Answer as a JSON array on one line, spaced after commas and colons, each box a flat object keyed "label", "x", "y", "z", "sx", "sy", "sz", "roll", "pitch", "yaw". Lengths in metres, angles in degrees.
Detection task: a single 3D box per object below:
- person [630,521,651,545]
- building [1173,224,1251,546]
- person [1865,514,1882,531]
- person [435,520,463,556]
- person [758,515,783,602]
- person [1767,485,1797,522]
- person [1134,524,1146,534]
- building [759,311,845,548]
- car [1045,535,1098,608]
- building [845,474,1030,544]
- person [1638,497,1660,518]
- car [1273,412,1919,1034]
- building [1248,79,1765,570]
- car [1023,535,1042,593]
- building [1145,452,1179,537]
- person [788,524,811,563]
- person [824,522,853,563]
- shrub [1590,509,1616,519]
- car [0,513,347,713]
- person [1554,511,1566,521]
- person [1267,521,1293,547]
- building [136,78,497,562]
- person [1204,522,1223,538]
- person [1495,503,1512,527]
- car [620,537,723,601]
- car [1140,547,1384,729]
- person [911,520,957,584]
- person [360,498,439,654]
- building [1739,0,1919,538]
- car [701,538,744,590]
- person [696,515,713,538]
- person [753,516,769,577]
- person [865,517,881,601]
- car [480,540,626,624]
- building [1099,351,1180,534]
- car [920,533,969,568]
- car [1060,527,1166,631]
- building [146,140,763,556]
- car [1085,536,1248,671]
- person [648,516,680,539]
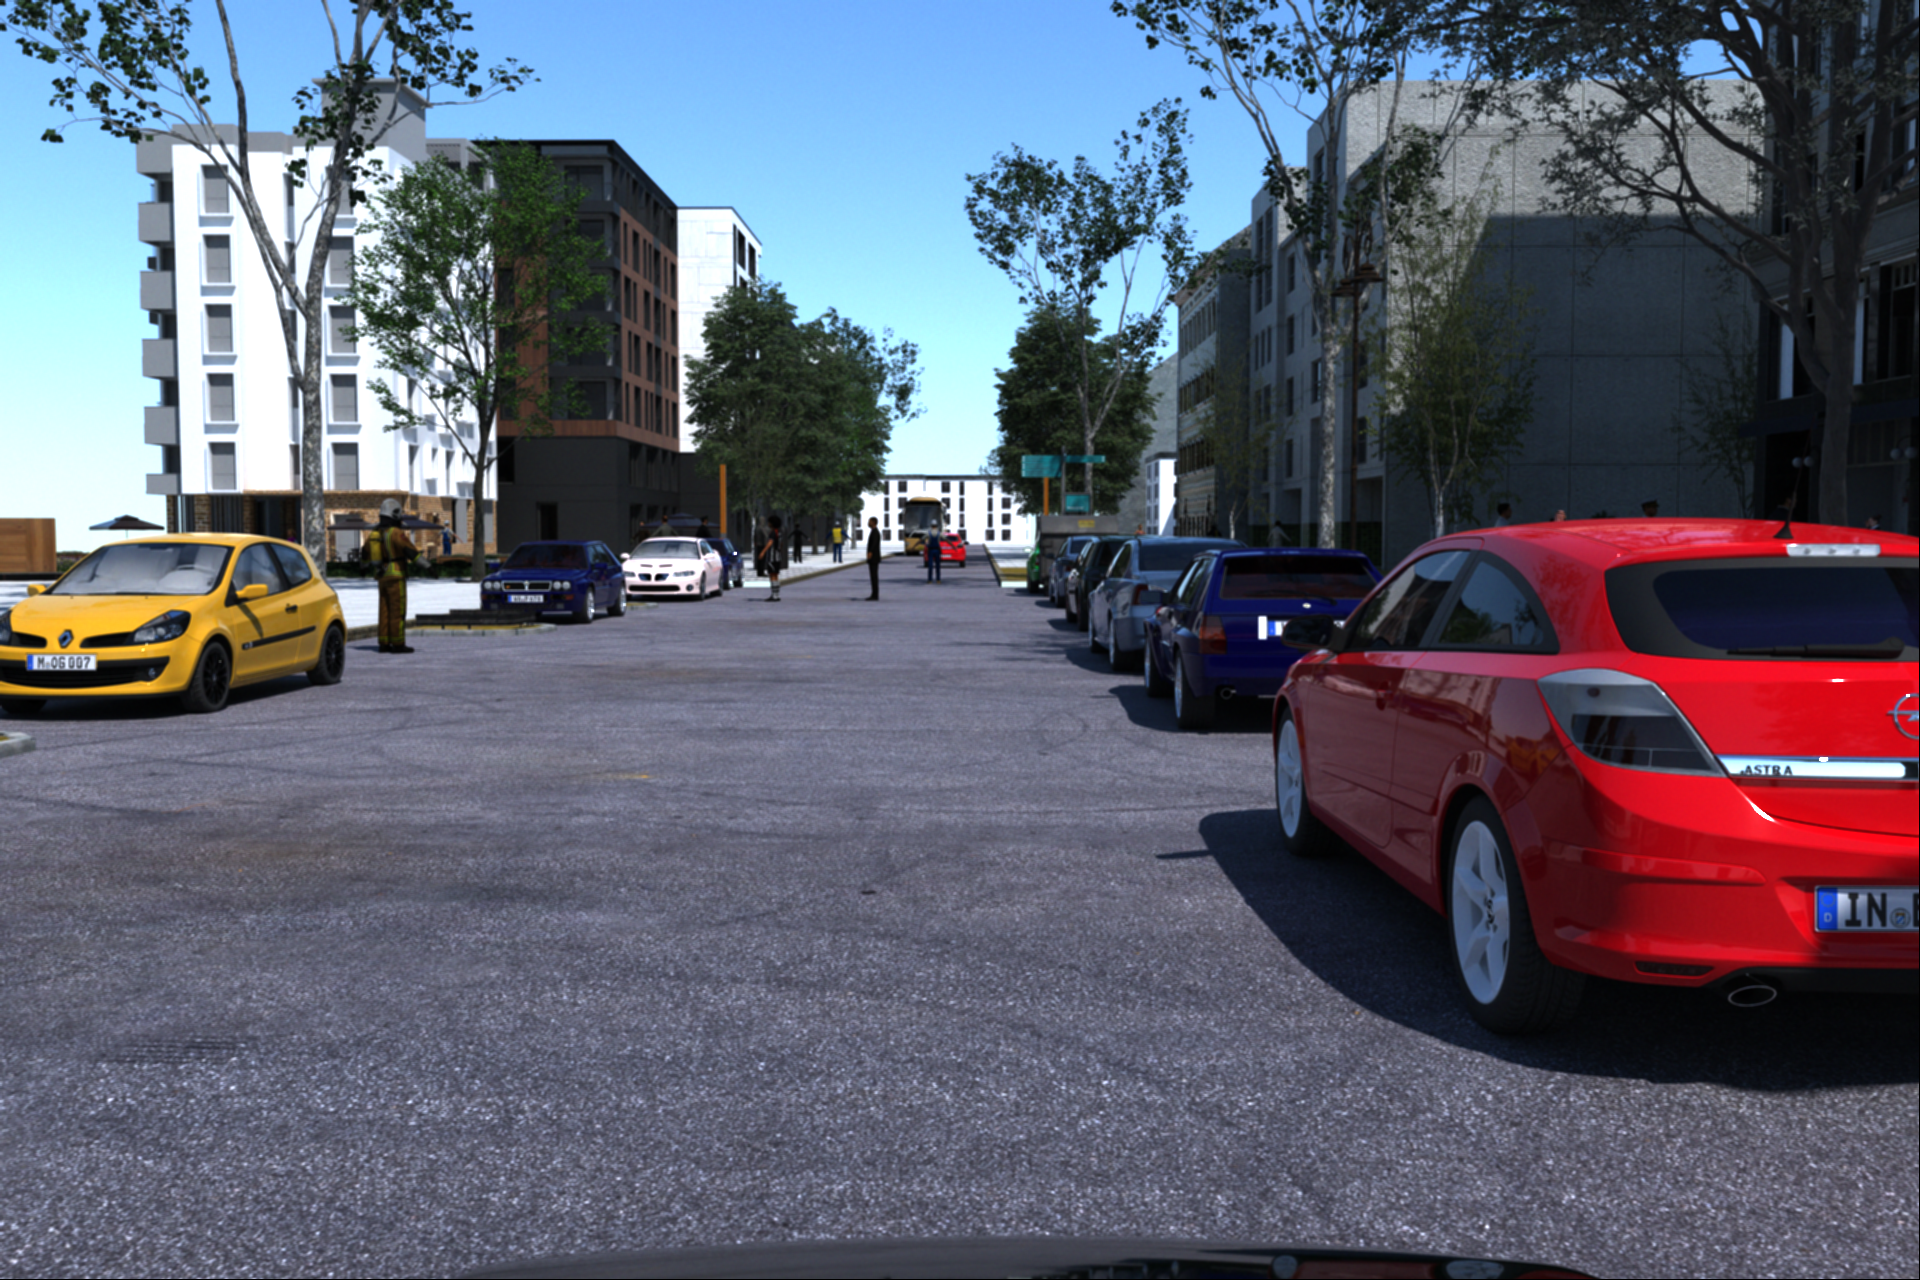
[{"label": "person", "x": -12.922, "y": -3.935, "z": 70.475, "sx": 1.346, "sy": 1.812, "sz": 0.704, "roll": 3, "pitch": 5, "yaw": 39}, {"label": "building", "x": 23.222, "y": -16.605, "z": 102.418, "sx": 19.493, "sy": 23.208, "sz": 18.063, "roll": 0, "pitch": 4, "yaw": 0}, {"label": "person", "x": 20.220, "y": -1.939, "z": 38.547, "sx": 0.445, "sy": 1.727, "sz": 0.742, "roll": 0, "pitch": 4, "yaw": -3}, {"label": "person", "x": -21.038, "y": -3.991, "z": 71.107, "sx": 1.347, "sy": 1.847, "sz": 0.705, "roll": 1, "pitch": 4, "yaw": 20}, {"label": "person", "x": -3.989, "y": -1.729, "z": 36.874, "sx": 0.704, "sy": 1.843, "sz": 1.345, "roll": 1, "pitch": 4, "yaw": 10}, {"label": "person", "x": 9.212, "y": -0.812, "z": 19.318, "sx": 0.704, "sy": 1.823, "sz": 1.345, "roll": 0, "pitch": 4, "yaw": 1}, {"label": "person", "x": 8.170, "y": -4.359, "z": 78.074, "sx": 1.217, "sy": 1.733, "sz": 0.721, "roll": -2, "pitch": 4, "yaw": -26}, {"label": "building", "x": -26.653, "y": -20.240, "z": 174.898, "sx": 27.936, "sy": 21.610, "sz": 32.646, "roll": 0, "pitch": 3, "yaw": 0}, {"label": "car", "x": 2.740, "y": -1.404, "z": 34.960, "sx": 2.014, "sy": 1.417, "sz": 4.499, "roll": 0, "pitch": 4, "yaw": 0}, {"label": "building", "x": -4.521, "y": -18.261, "z": 243.171, "sx": 28.070, "sy": 9.664, "sz": 9.099, "roll": 1, "pitch": 4, "yaw": 9}, {"label": "person", "x": 10.618, "y": -1.276, "z": 26.649, "sx": 1.343, "sy": 1.855, "sz": 0.704, "roll": -3, "pitch": 5, "yaw": -42}, {"label": "car", "x": 2.364, "y": 0.158, "z": 6.455, "sx": 2.155, "sy": 1.783, "sz": 4.494, "roll": 0, "pitch": 4, "yaw": -1}, {"label": "building", "x": 23.558, "y": -12.831, "z": 76.237, "sx": 16.747, "sy": 18.905, "sz": 31.486, "roll": 0, "pitch": 4, "yaw": 1}, {"label": "car", "x": 2.574, "y": -2.106, "z": 43.235, "sx": 1.959, "sy": 1.807, "sz": 4.718, "roll": 0, "pitch": 4, "yaw": 1}, {"label": "building", "x": 24.880, "y": -14.391, "z": 177.436, "sx": 9.099, "sy": 9.664, "sz": 28.070, "roll": 0, "pitch": 4, "yaw": 0}, {"label": "person", "x": -7.153, "y": -4.289, "z": 76.841, "sx": 1.216, "sy": 1.740, "sz": 0.721, "roll": 2, "pitch": 4, "yaw": 25}, {"label": "person", "x": -5.432, "y": -4.342, "z": 76.955, "sx": 1.349, "sy": 1.833, "sz": 0.705, "roll": 1, "pitch": 4, "yaw": 12}, {"label": "shrub", "x": 19.126, "y": -2.879, "z": 51.491, "sx": 1.690, "sy": 2.028, "sz": 1.600, "roll": 0, "pitch": 3, "yaw": 0}, {"label": "car", "x": -6.795, "y": -0.297, "z": 15.078, "sx": 2.015, "sy": 1.641, "sz": 3.980, "roll": 0, "pitch": 4, "yaw": 1}, {"label": "person", "x": 13.595, "y": -2.022, "z": 39.206, "sx": 0.704, "sy": 1.811, "sz": 1.347, "roll": 1, "pitch": 4, "yaw": 10}, {"label": "person", "x": 12.320, "y": -3.719, "z": 66.984, "sx": 0.705, "sy": 1.806, "sz": 1.347, "roll": -2, "pitch": 4, "yaw": -34}, {"label": "building", "x": -28.285, "y": -13.270, "z": 73.379, "sx": 16.016, "sy": 20.090, "sz": 11.380, "roll": 0, "pitch": 4, "yaw": 1}, {"label": "person", "x": 12.220, "y": -4.760, "z": 83.601, "sx": 1.354, "sy": 1.856, "sz": 0.705, "roll": -2, "pitch": 4, "yaw": -31}, {"label": "person", "x": 9.374, "y": -1.445, "z": 29.785, "sx": 0.704, "sy": 1.810, "sz": 1.344, "roll": 1, "pitch": 4, "yaw": 10}, {"label": "car", "x": -6.396, "y": -1.597, "z": 38.474, "sx": 2.083, "sy": 1.381, "sz": 4.827, "roll": 0, "pitch": 4, "yaw": 0}, {"label": "car", "x": 2.476, "y": -0.090, "z": 14.048, "sx": 1.945, "sy": 1.354, "sz": 3.894, "roll": 0, "pitch": 4, "yaw": 1}, {"label": "person", "x": -0.746, "y": -2.536, "z": 49.784, "sx": 1.347, "sy": 1.847, "sz": 0.705, "roll": 0, "pitch": 4, "yaw": -5}, {"label": "person", "x": -6.825, "y": -0.773, "z": 20.871, "sx": 1.354, "sy": 1.858, "sz": 0.705, "roll": 2, "pitch": 4, "yaw": 33}, {"label": "building", "x": 28.900, "y": -15.789, "z": 37.742, "sx": 16.754, "sy": 29.471, "sz": 25.880, "roll": 0, "pitch": 4, "yaw": 1}, {"label": "car", "x": -6.717, "y": -2.009, "z": 45.421, "sx": 1.945, "sy": 1.354, "sz": 3.894, "roll": 0, "pitch": 4, "yaw": 0}, {"label": "person", "x": -7.632, "y": -2.812, "z": 51.906, "sx": 0.705, "sy": 1.837, "sz": 1.347, "roll": -3, "pitch": 4, "yaw": -36}, {"label": "person", "x": -5.896, "y": -2.788, "z": 51.712, "sx": 0.705, "sy": 1.813, "sz": 1.348, "roll": -2, "pitch": 4, "yaw": -32}, {"label": "person", "x": -1.892, "y": -1.756, "z": 37.389, "sx": 0.704, "sy": 1.802, "sz": 1.346, "roll": 0, "pitch": 4, "yaw": -3}, {"label": "car", "x": -6.733, "y": -0.996, "z": 28.863, "sx": 1.945, "sy": 1.354, "sz": 3.894, "roll": 0, "pitch": 4, "yaw": 1}, {"label": "building", "x": 26.499, "y": -22.925, "z": 205.759, "sx": 19.493, "sy": 23.208, "sz": 18.063, "roll": 0, "pitch": 4, "yaw": 0}, {"label": "car", "x": -0.668, "y": -4.046, "z": 75.196, "sx": 2.155, "sy": 1.783, "sz": 4.494, "roll": 0, "pitch": 4, "yaw": -1}, {"label": "car", "x": 2.581, "y": -1.045, "z": 26.880, "sx": 2.009, "sy": 1.686, "sz": 4.222, "roll": 0, "pitch": 3, "yaw": 0}, {"label": "building", "x": -28.159, "y": -16.058, "z": 106.531, "sx": 27.936, "sy": 21.610, "sz": 32.646, "roll": 0, "pitch": 4, "yaw": 1}, {"label": "car", "x": 2.440, "y": -0.453, "z": 19.411, "sx": 2.014, "sy": 1.417, "sz": 4.499, "roll": 0, "pitch": 4, "yaw": 0}, {"label": "person", "x": -8.372, "y": -2.616, "z": 49.037, "sx": 1.348, "sy": 1.796, "sz": 0.705, "roll": -3, "pitch": 5, "yaw": -41}]
